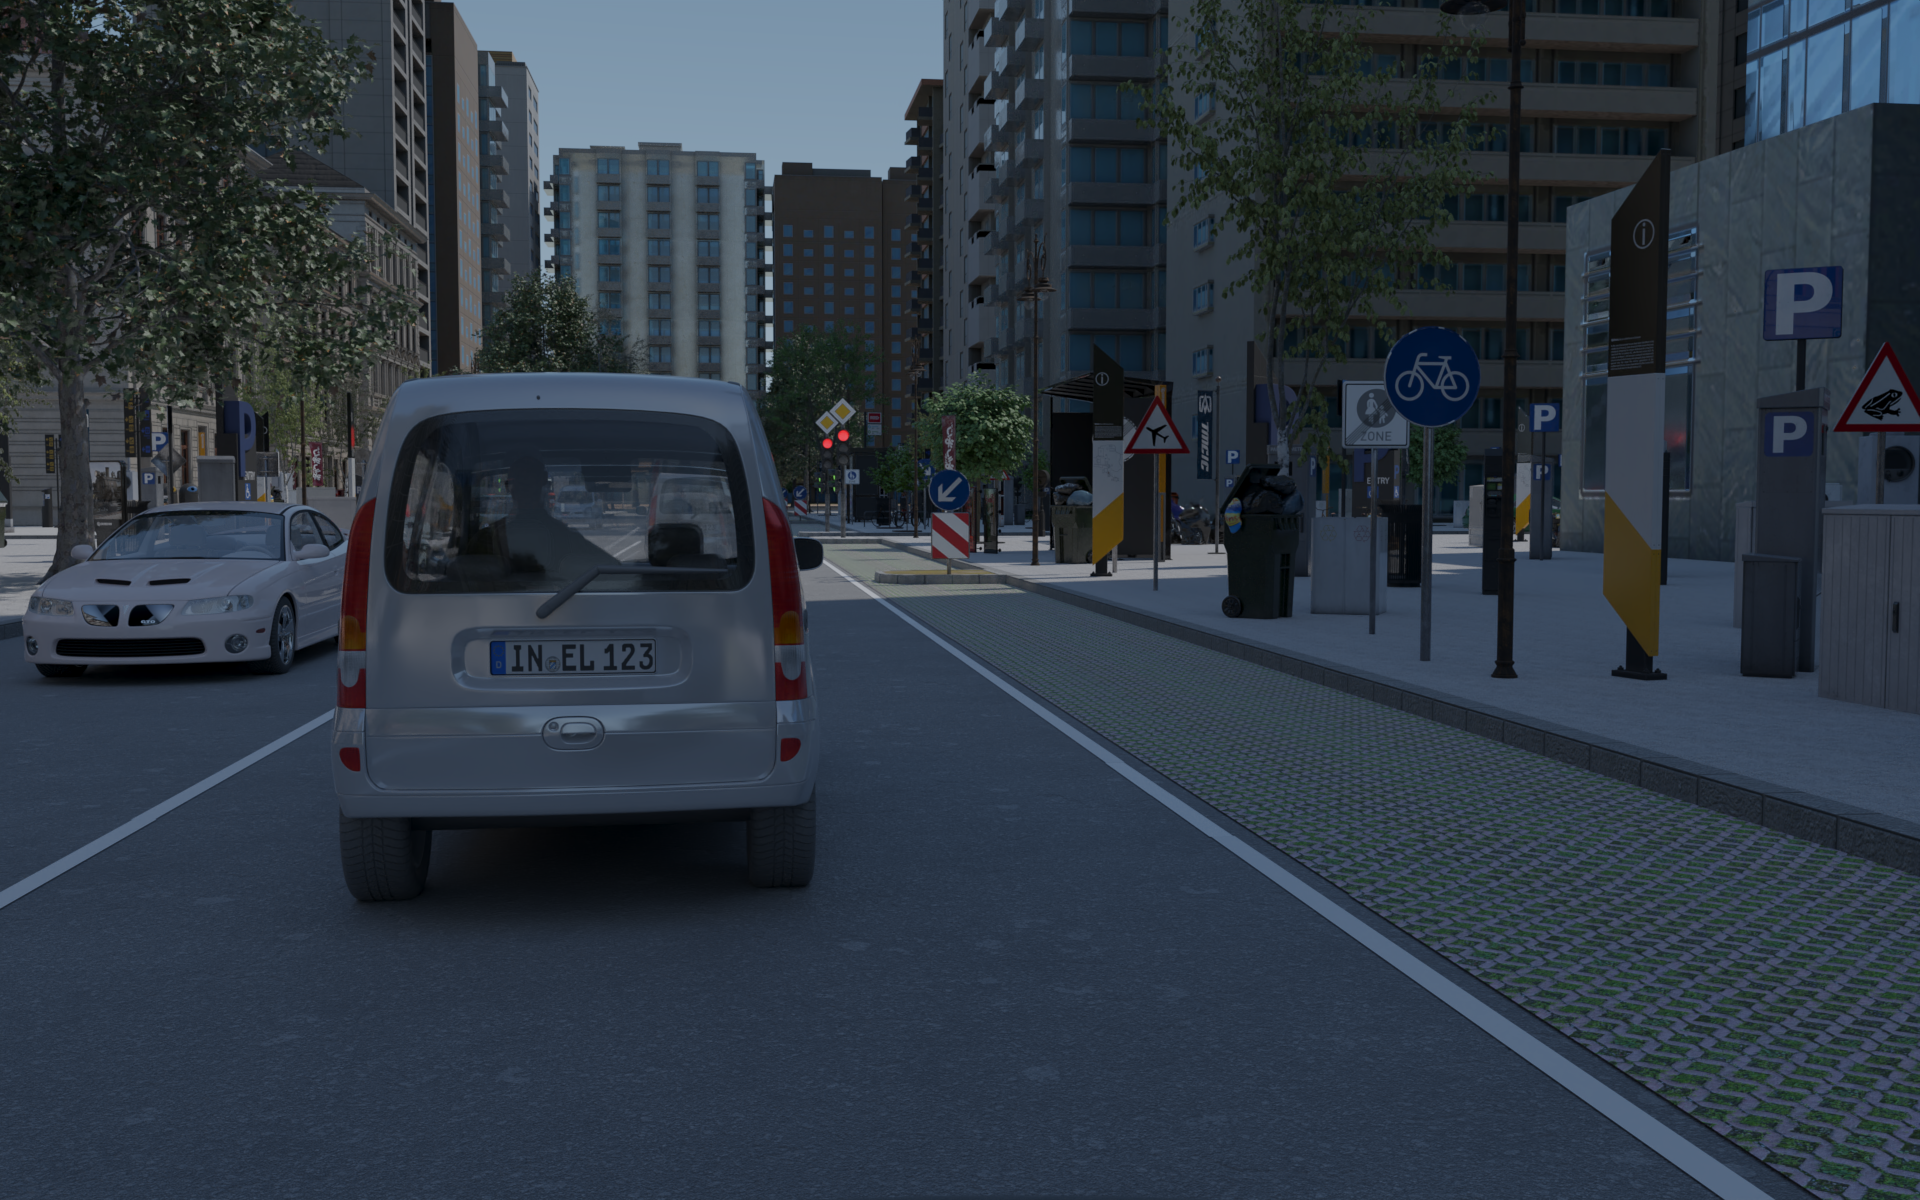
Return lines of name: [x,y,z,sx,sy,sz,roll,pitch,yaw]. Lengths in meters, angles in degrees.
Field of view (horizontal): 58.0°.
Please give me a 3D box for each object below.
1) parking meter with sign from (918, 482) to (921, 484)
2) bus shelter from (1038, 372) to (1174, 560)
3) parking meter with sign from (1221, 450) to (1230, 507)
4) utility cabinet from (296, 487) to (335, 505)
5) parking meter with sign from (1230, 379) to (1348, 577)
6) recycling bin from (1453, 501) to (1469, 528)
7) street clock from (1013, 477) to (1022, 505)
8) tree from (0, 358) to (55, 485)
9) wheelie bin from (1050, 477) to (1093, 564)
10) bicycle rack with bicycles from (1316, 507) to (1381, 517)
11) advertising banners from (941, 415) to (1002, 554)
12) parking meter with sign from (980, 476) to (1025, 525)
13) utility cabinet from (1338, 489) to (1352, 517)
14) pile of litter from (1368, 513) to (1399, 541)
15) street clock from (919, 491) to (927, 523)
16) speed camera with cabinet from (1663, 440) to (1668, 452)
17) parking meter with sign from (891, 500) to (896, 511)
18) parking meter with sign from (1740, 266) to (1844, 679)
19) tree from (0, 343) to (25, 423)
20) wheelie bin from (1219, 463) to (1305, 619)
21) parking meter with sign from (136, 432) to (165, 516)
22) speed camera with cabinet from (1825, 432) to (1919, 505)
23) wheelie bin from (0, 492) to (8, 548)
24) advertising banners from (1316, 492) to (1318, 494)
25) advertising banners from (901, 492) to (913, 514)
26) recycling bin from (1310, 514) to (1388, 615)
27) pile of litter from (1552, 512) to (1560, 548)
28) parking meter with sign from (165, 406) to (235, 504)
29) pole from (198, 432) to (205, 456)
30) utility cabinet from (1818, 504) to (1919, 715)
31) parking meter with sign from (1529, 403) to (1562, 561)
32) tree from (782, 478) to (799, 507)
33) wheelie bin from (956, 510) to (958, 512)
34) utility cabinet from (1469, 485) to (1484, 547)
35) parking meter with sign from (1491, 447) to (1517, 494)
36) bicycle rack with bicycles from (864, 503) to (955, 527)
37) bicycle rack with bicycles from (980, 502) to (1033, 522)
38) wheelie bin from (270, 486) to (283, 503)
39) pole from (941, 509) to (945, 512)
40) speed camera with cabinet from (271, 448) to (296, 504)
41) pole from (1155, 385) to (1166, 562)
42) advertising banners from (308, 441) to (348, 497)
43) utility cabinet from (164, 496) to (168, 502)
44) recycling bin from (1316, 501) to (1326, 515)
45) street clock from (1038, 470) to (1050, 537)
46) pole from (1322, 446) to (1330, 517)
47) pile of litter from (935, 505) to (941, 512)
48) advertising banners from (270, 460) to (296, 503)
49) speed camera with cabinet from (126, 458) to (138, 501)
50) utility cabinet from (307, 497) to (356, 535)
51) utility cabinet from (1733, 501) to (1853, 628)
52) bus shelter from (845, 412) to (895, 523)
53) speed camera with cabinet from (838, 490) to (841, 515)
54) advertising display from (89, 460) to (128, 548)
parking meter with sign: [-2.286,-6.372,100.441,0.543,3.016,1.738,0,4,6]
bus shelter: [2.946,-2.769,36.550,1.731,3.624,6.357,0,4,-8]
parking meter with sign: [10.538,-4.367,67.666,0.543,3.016,1.738,1,4,17]
utility cabinet: [-21.045,-2.931,56.608,1.173,1.500,0.318,-2,4,-30]
parking meter with sign: [5.173,-1.881,27.014,1.738,3.016,0.543,2,4,29]
recycling bin: [19.232,-3.269,66.002,0.722,1.027,0.722,2,4,26]
street clock: [2.467,-4.256,74.157,0.358,2.002,0.471,2,4,25]
tree: [-25.484,-5.793,45.073,4.360,8.622,3.978,0,3,0]
wheelie bin: [2.110,-1.471,31.963,0.980,1.594,0.693,3,5,45]
bicycle rack with bicycles: [10.807,-2.095,47.641,2.852,0.926,2.925,2,4,30]
advertising banners: [0.222,-2.544,37.776,0.090,3.025,2.074,-3,4,-37]
parking meter with sign: [1.832,-4.570,70.975,1.738,3.016,0.543,-2,4,-28]
utility cabinet: [16.175,-3.911,72.624,0.318,1.500,1.173,2,4,26]
pile of litter: [9.876,-1.603,40.178,1.176,0.858,1.719,3,5,43]
street clock: [-1.633,-4.450,77.323,0.358,2.002,0.471,0,4,-5]
speed camera with cabinet: [21.911,-3.622,53.563,0.660,3.252,2.038,2,4,27]
parking meter with sign: [-5.737,-8.395,133.520,1.738,3.016,0.543,1,4,18]
parking meter with sign: [6.088,-1.007,12.728,0.543,3.016,1.738,2,4,30]
tree: [-21.403,-5.299,37.005,4.737,8.622,4.395,0,3,0]
wheelie bin: [3.163,-0.618,18.017,0.693,1.594,0.980,3,5,40]
parking meter with sign: [-22.395,-3.162,47.961,0.543,3.016,1.738,-1,4,-10]
speed camera with cabinet: [13.232,-1.940,26.050,2.038,3.252,0.660,0,4,8]
wheelie bin: [-23.022,-2.021,40.955,0.693,1.594,0.980,0,4,-2]
advertising banners: [13.861,-4.643,72.105,2.074,3.025,0.090,2,4,26]
advertising banners: [-3.599,-7.097,112.223,2.074,3.025,0.090,3,4,37]
recycling bin: [4.208,-0.377,18.717,0.722,1.027,0.722,1,4,21]
pile of litter: [14.595,-1.691,41.618,1.176,0.858,1.719,0,4,3]
parking meter with sign: [-14.792,-2.338,34.482,1.738,3.016,0.543,-2,4,-25]
pole: [-25.117,-3.889,57.434,0.158,3.312,0.155,0,3,0]
utility cabinet: [5.639,0.043,10.455,0.306,1.237,1.020,-1,4,-9]
parking meter with sign: [11.482,-2.315,34.106,0.543,3.016,1.738,1,4,19]
tree: [-17.352,-11.187,177.502,1.663,3.219,1.824,0,3,0]
wheelie bin: [-0.011,-5.035,90.233,0.693,1.594,0.980,-1,4,-23]
utility cabinet: [12.652,-2.024,41.774,0.318,1.500,1.173,0,4,-7]
parking meter with sign: [20.631,-4.173,64.490,1.738,3.016,0.543,-1,4,-18]
bicycle rack with bicycles: [-2.273,-3.308,67.467,2.852,0.926,2.925,3,5,44]
bicycle rack with bicycles: [2.078,-3.980,78.455,2.852,0.926,2.925,3,5,39]
wheelie bin: [-26.391,-3.589,66.581,0.693,1.594,0.980,-2,4,-31]
pole: [-0.710,-4.839,72.957,0.158,3.312,0.155,0,3,0]
speed camera with cabinet: [-27.489,-4.709,71.334,2.038,3.252,0.660,2,4,33]
pole: [3.756,-2.366,32.532,0.158,3.312,0.155,0,3,0]
advertising banners: [-21.023,-3.809,58.471,0.090,3.025,2.074,3,4,38]
utility cabinet: [-27.513,-2.956,59.495,0.306,1.237,1.020,1,4,19]
recycling bin: [13.457,-3.250,65.698,0.722,1.027,0.722,0,4,1]
street clock: [2.438,-2.894,51.888,0.471,2.002,0.358,2,4,27]
pole: [15.274,-4.812,72.511,0.158,3.312,0.155,0,3,0]
pile of litter: [-0.745,-4.183,82.355,1.176,0.858,1.719,2,4,34]
advertising banners: [-33.073,-5.444,85.199,2.074,3.025,0.090,-1,4,-22]
speed camera with cabinet: [-33.299,-4.495,67.829,2.038,3.252,0.660,0,4,0]
utility cabinet: [-13.526,-1.594,37.224,1.020,1.237,0.306,-2,4,-34]
utility cabinet: [7.960,-0.331,16.577,1.020,1.237,0.306,0,4,-6]
bus shelter: [-4.548,-6.396,82.199,2.179,5.291,8.768,0,4,-8]
speed camera with cabinet: [-7.380,-7.006,108.879,0.660,3.252,2.038,0,4,-4]
advertising display: [-16.330,-1.705,33.087,0.974,1.923,0.123,1,4,19]
